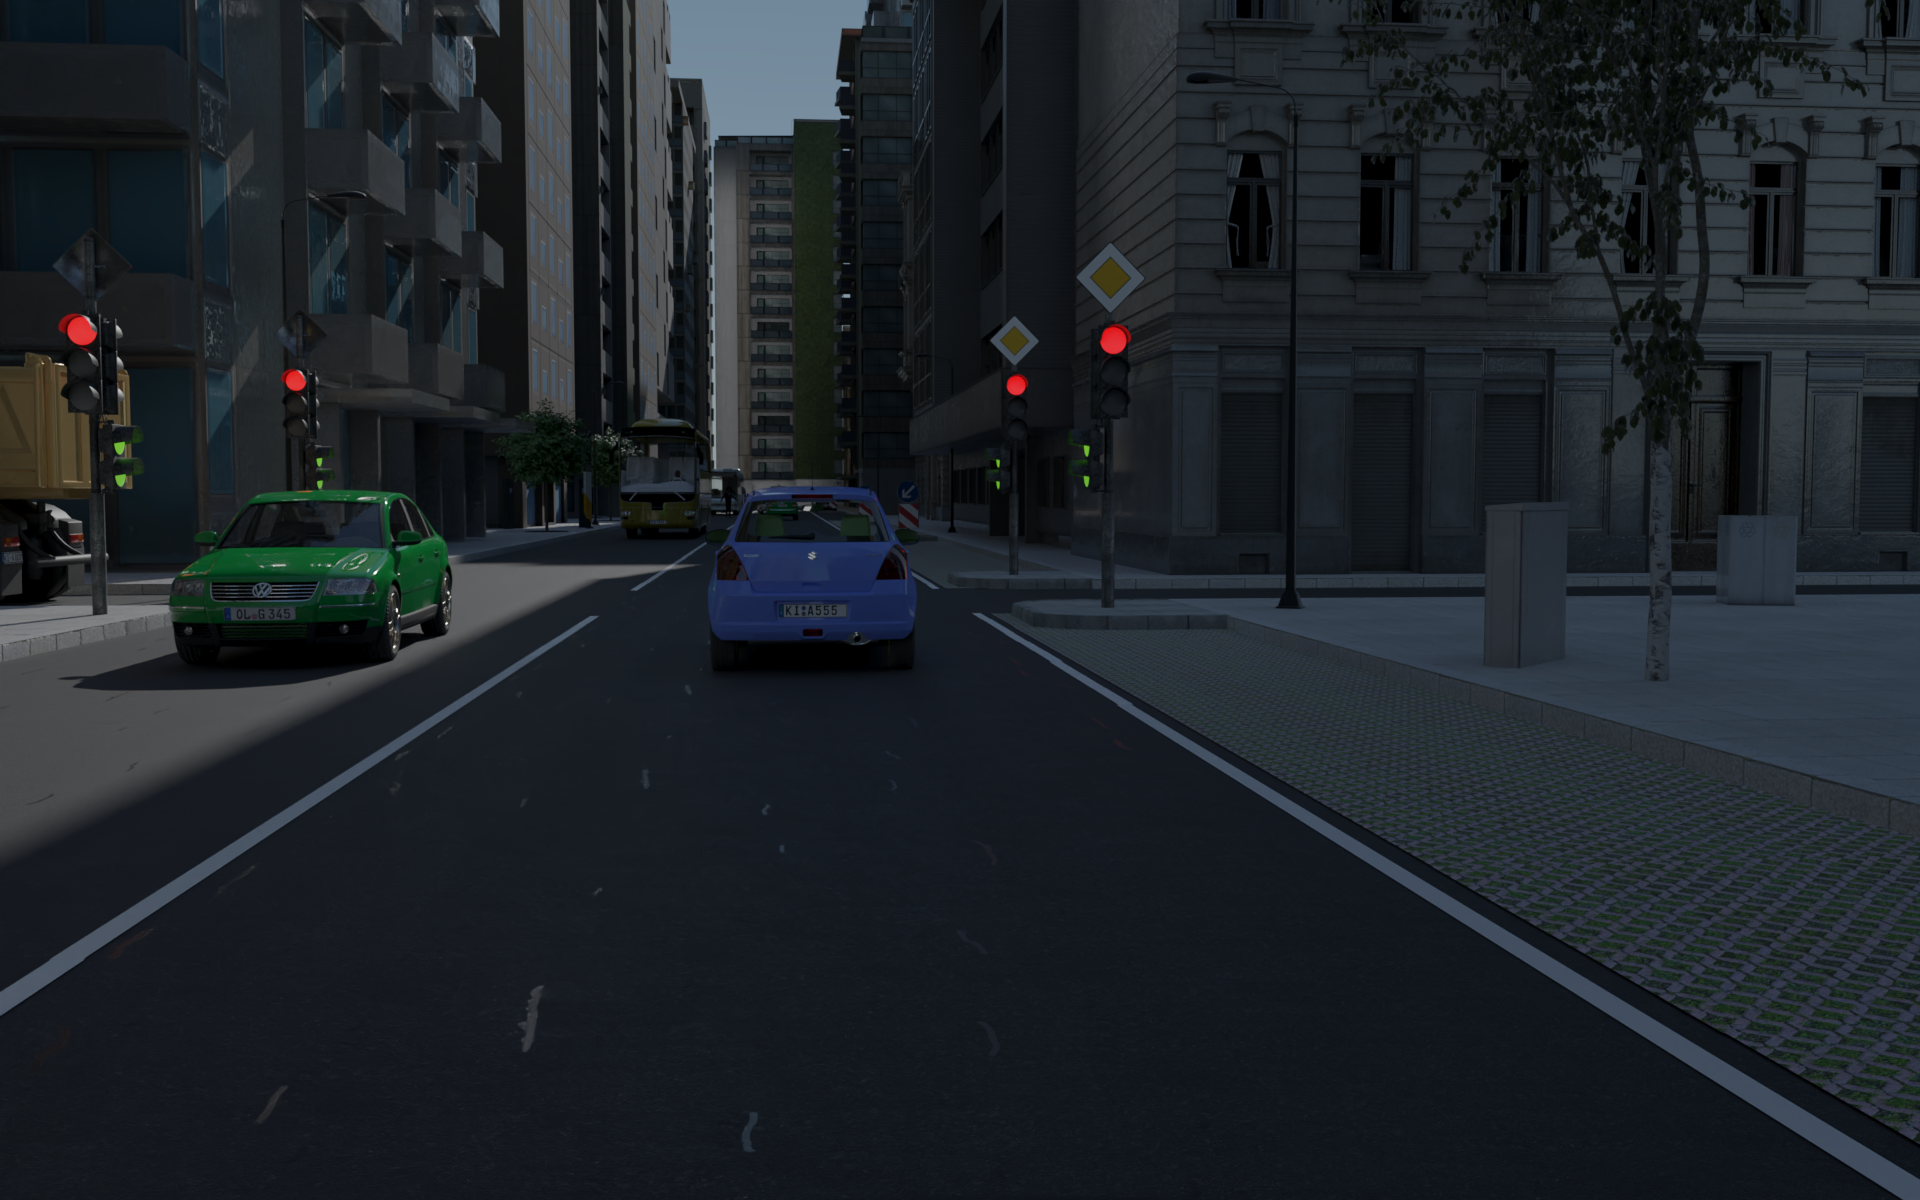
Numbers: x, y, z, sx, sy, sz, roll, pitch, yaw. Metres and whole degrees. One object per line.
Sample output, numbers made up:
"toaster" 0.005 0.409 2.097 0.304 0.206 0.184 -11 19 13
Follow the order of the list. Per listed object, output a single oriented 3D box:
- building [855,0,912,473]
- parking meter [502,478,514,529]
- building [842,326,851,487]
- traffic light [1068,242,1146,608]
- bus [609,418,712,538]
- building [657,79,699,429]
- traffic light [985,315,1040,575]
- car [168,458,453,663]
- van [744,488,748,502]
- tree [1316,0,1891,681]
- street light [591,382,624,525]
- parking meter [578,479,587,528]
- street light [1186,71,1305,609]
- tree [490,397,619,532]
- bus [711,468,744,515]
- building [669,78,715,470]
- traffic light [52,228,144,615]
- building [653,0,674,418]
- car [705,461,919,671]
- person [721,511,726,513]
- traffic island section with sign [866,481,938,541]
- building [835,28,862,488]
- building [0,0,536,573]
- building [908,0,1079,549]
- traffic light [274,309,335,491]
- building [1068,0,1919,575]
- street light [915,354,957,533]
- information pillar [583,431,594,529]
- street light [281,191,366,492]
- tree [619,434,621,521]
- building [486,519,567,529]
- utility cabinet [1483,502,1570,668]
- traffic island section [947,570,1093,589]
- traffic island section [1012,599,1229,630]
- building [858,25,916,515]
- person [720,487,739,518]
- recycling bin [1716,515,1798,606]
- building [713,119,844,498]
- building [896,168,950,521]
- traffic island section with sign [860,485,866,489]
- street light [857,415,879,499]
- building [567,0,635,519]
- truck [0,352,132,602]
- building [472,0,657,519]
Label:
"building" 3.995 -31.491 134.484 23.786 49.044 30.456 0 4 -6
"parking meter" -16.530 -3.527 63.375 0.255 1.863 0.399 1 4 18
"building" 0.894 -21.793 201.347 28.899 21.520 27.650 0 4 -6
"traffic light" 1.653 -1.868 19.470 0.839 4.253 0.868 0 4 -6
"bus" -10.087 -4.181 59.909 2.896 3.916 12.252 0 4 -6
"building" -36.465 -28.588 159.301 23.993 40.220 32.217 0 4 -6
"traffic light" 0.835 -2.354 27.414 0.839 4.253 0.868 0 4 -6
"car" -5.911 -0.449 16.145 1.959 1.807 4.718 0 4 -8
"van" -20.499 -9.437 158.670 2.240 2.365 5.245 0 4 -7
"tree" 4.569 -3.751 11.689 4.360 8.622 3.978 0 3 0
"street light" -14.566 -6.060 71.622 1.470 5.913 1.316 0 4 -6
"parking meter" -14.366 -3.698 66.181 0.399 1.863 0.255 -2 4 -24
"street light" 3.177 -2.857 19.257 1.470 5.913 1.316 0 4 -6
"tree" -14.109 -4.584 58.664 4.285 4.588 4.351 0 3 0
"bus" -16.635 -7.728 121.207 2.948 3.499 13.247 0 4 -5
"building" -38.735 -34.841 193.356 21.600 48.544 21.300 0 4 -6
"traffic light" -9.149 -1.800 18.346 0.839 4.253 0.868 0 4 -6
"building" -35.249 -32.861 126.513 28.713 52.752 27.495 0 4 -6
"car" -1.310 -0.356 15.414 1.945 1.707 3.694 0 4 -5
"person" -17.891 -7.487 130.896 0.705 1.826 1.348 1 4 15
"traffic island section with sign" -1.741 -2.710 52.944 1.989 1.847 2.006 0 4 -6
"building" -0.548 -31.162 164.117 22.147 44.769 28.867 0 4 -6
"building" -23.073 -25.624 38.554 23.786 49.044 30.456 0 4 -6
"building" 6.561 -14.323 53.246 14.314 24.678 30.058 0 4 -6
"traffic light" -9.968 -2.286 26.289 0.839 4.253 0.868 0 4 -6
"building" 11.695 -11.199 32.254 18.267 20.994 9.793 0 4 -6
"street light" -0.801 -5.193 57.454 1.470 5.913 1.316 0 4 -6
"information pillar" -13.834 -4.465 64.349 0.183 3.616 0.504 1 4 14
"street light" -9.808 -3.310 26.663 1.470 5.913 1.316 0 4 -6
"tree" -16.756 -6.055 82.710 4.285 4.588 4.351 0 3 0
"building" -23.457 -25.624 69.059 14.600 45.320 14.200 0 4 -6
"utility cabinet" 4.311 -0.124 13.197 0.306 1.237 1.020 3 4 37
"traffic island section" 0.876 -0.321 27.532 2.009 0.180 2.903 0 4 -6
"traffic island section" 1.694 0.165 19.588 2.009 0.180 2.903 0 4 -6
"building" 0.385 -20.785 111.542 14.160 30.474 14.107 0 4 -6
"person" -13.907 -5.872 104.140 0.705 1.869 1.348 3 5 45
"recycling bin" 9.302 -0.470 20.241 0.722 1.027 0.722 1 4 12
"building" -20.054 -31.084 191.809 14.086 41.232 14.154 0 4 -6
"building" 4.189 -16.295 85.503 14.460 24.649 34.723 0 4 -6
"traffic island section with sign" -4.505 -4.353 79.802 1.989 1.847 2.006 0 4 -6
"street light" -5.350 -7.899 101.687 1.470 5.913 1.316 0 4 -6
"building" -24.990 -19.565 91.584 14.160 30.474 14.107 0 4 -6
"truck" -16.001 -1.593 21.966 9.791 3.379 3.469 0 4 -4
"building" -26.317 -27.928 106.739 14.600 45.320 14.200 0 4 -6
